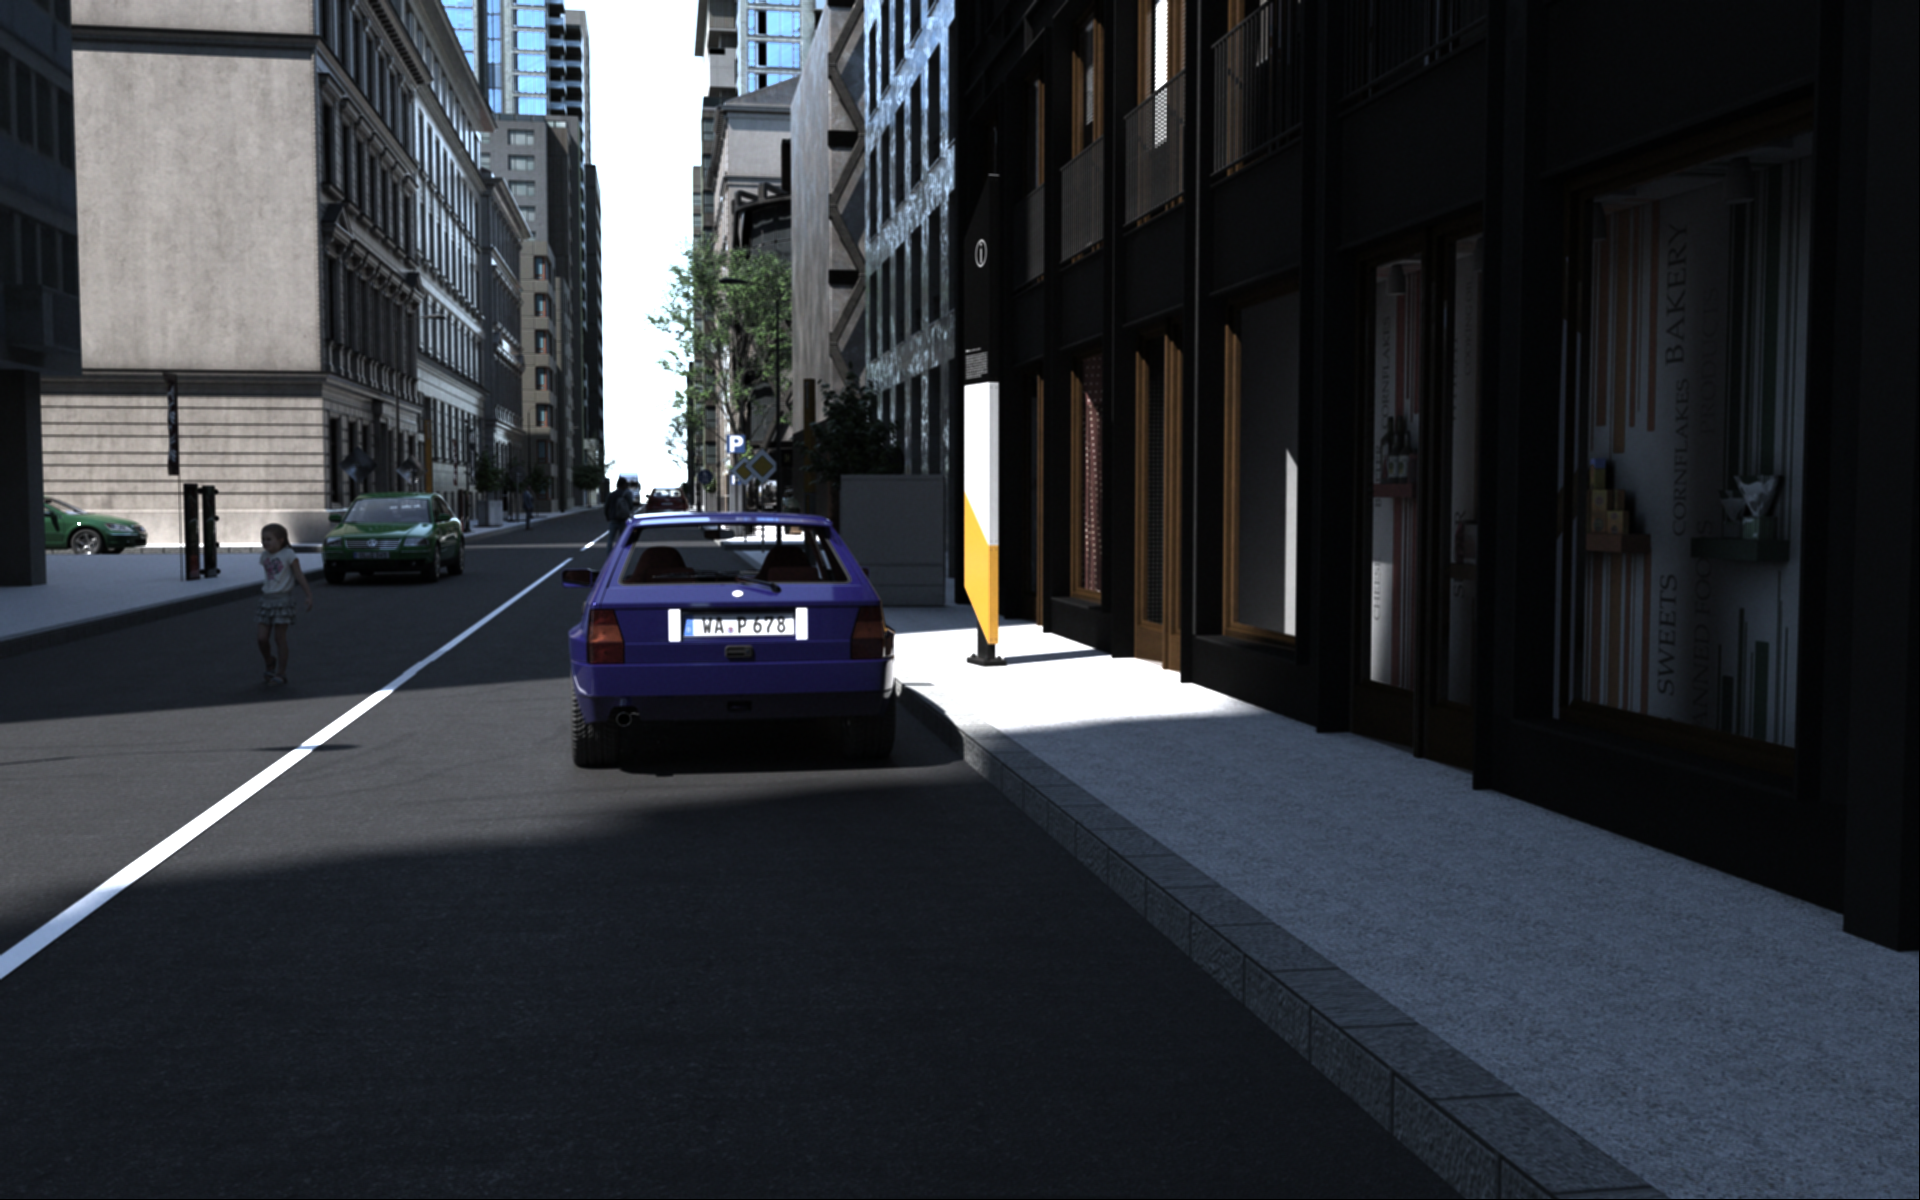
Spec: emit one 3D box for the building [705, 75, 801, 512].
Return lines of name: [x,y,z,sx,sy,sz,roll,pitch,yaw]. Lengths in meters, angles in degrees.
building: [-9.233,-19.007,108.022,12.463,27.353,25.104,-1,4,-10]

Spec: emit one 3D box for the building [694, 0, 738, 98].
building: [-13.001,-36.268,182.214,28.713,52.752,27.495,-1,4,-10]

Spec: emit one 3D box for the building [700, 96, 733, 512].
building: [-12.368,-21.938,130.384,14.160,30.474,14.107,-1,4,-10]

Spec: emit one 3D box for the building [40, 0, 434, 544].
building: [-22.616,-11.505,52.733,10.561,19.102,19.286,-1,4,-10]

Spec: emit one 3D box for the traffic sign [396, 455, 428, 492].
traffic sign: [-13.995,-2.485,44.271,0.795,2.450,0.064,-1,4,-10]

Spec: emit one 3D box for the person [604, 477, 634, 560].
person: [-7.170,-1.685,36.397,0.623,1.781,0.721,-1,4,-8]

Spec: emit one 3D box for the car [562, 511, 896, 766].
car: [-1.456,0.122,10.585,1.945,1.354,3.894,-1,4,-10]

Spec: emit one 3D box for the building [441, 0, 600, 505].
building: [-56.022,-55.061,212.917,22.319,86.520,31.000,-1,4,-10]

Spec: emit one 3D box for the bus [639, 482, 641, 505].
bus: [-44.528,-14.639,234.204,2.948,3.499,13.247,-1,4,-10]

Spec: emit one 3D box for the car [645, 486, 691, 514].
car: [-14.526,-4.741,86.182,2.281,1.827,5.304,-1,4,-9]

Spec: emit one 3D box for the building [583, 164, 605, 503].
building: [-60.658,-37.689,239.917,21.300,48.544,21.600,-1,4,-10]

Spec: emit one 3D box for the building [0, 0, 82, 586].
building: [-23.096,-19.820,15.937,23.993,40.220,32.217,-1,4,-10]

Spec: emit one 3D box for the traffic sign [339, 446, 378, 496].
traffic sign: [-12.634,-2.004,36.402,0.795,2.450,0.064,-1,4,-10]

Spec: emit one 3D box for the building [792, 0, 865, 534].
building: [3.538,-11.540,56.133,16.811,18.784,16.820,-1,4,-10]

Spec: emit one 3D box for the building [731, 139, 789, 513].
building: [-3.109,-13.482,87.878,16.820,18.784,16.811,-1,4,-10]

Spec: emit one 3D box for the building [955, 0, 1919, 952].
building: [7.342,-11.210,12.958,12.332,23.373,15.834,-1,4,-10]

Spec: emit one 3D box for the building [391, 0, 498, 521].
building: [-29.940,-14.871,76.419,16.112,22.955,30.059,-1,4,-10]

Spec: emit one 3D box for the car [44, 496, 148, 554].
car: [-21.330,-1.713,39.800,4.920,1.459,2.131,-1,4,-9]

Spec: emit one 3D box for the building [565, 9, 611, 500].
building: [-63.539,-50.290,260.490,20.563,71.187,20.611,-1,4,-10]

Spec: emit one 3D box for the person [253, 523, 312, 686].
person: [-5.095,0.026,13.093,0.505,1.210,0.382,1,4,12]

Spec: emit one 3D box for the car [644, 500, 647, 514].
car: [-18.970,-6.104,109.594,2.009,1.686,4.222,-1,4,-9]

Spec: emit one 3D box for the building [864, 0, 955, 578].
building: [4.535,-10.665,29.126,10.420,20.320,16.860,-1,4,-10]

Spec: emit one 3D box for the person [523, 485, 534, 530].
person: [-17.453,-3.749,69.983,0.419,1.800,0.721,0,3,0]

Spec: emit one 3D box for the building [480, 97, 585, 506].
building: [-46.877,-30.414,180.870,14.154,41.232,14.086,-1,4,-10]

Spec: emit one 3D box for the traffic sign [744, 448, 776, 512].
traffic sign: [-4.309,-2.090,37.816,0.795,2.450,0.064,-1,4,-10]

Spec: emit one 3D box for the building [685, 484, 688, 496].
building: [-26.739,-35.224,267.795,32.217,40.220,23.993,-1,4,-10]

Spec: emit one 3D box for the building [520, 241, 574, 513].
building: [-44.226,-17.461,130.525,27.650,21.520,28.899,-1,4,-10]

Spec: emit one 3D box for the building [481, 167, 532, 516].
building: [-31.825,-16.262,102.041,11.583,22.565,21.152,-1,4,-10]

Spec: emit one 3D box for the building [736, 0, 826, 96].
building: [-10.671,-51.333,151.960,22.319,86.520,31.000,-1,4,-10]

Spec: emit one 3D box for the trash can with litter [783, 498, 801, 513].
trash can with litter: [-5.194,-2.636,54.493,0.624,1.170,1.055,-1,4,-21]

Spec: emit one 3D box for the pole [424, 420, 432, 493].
pole: [-14.663,-3.299,47.786,0.158,3.312,0.155,0,3,0]

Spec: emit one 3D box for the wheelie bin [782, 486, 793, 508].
wheelie bin: [-6.700,-3.771,69.565,0.980,1.594,0.693,1,4,16]

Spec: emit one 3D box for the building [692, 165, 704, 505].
building: [-26.647,-32.745,218.969,14.154,41.232,14.086,-1,4,-10]

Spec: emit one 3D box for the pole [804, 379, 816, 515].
pole: [-2.662,-2.256,30.721,0.158,3.312,0.155,0,3,0]

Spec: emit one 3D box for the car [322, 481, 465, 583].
car: [-9.566,-1.262,29.425,1.959,1.807,4.718,-1,4,-8]

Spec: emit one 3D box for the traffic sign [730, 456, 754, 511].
traffic sign: [-5.670,-2.571,45.685,0.795,2.450,0.064,-1,4,-10]

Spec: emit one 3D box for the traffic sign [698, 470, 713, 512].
traffic sign: [-13.240,-5.505,90.109,0.768,2.556,0.104,0,4,-1]

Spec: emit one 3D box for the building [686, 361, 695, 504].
building: [-24.017,-24.282,242.048,27.650,21.520,28.899,-1,4,-10]

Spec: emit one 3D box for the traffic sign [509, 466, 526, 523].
traffic sign: [-19.928,-4.765,78.014,0.768,2.556,0.104,0,4,-6]
